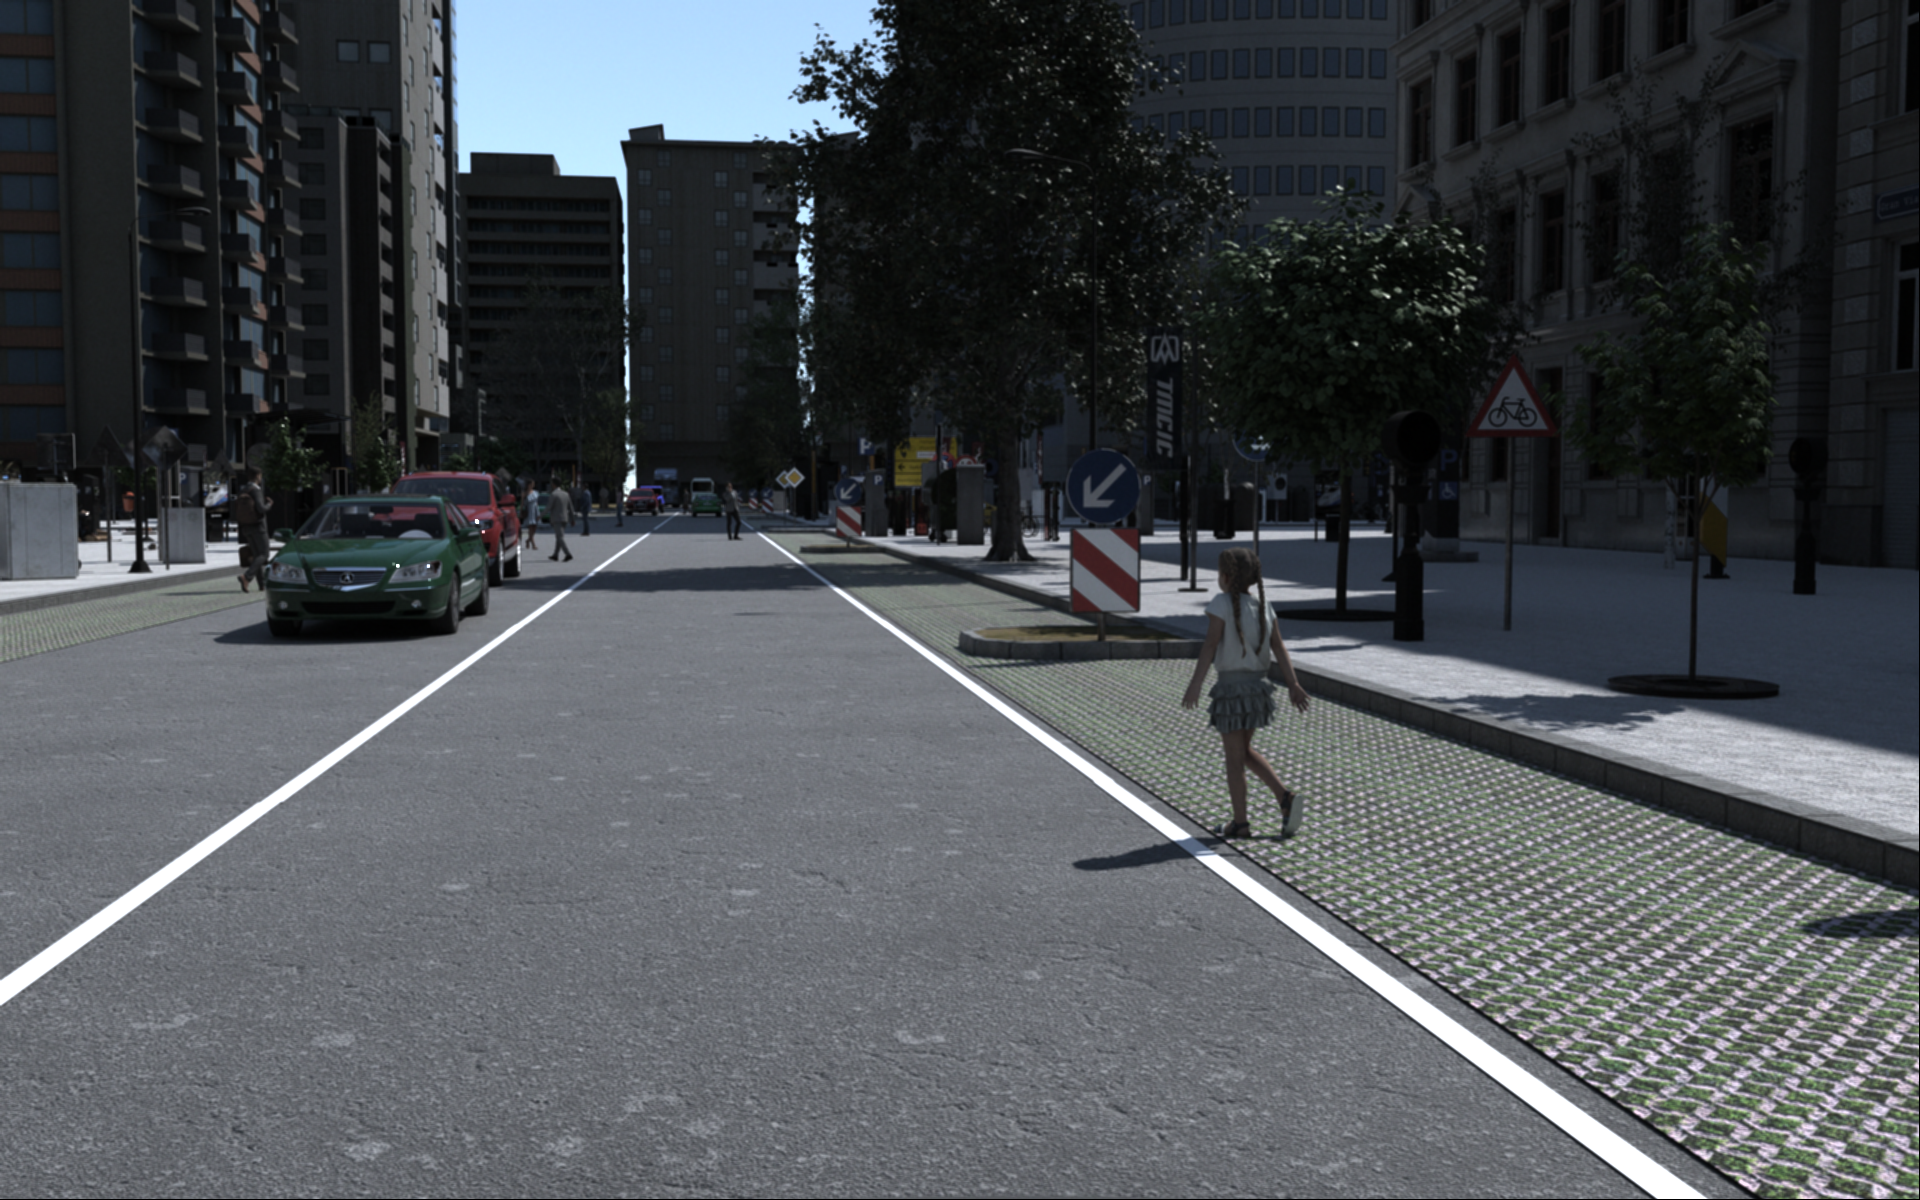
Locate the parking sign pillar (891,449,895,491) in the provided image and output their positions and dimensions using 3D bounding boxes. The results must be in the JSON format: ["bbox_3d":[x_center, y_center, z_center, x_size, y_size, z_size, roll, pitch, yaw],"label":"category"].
[{"bbox_3d":[-3.669,-7.004,102.988,1.447,3.967,1.447,1,4,22],"label":"parking sign pillar"}]

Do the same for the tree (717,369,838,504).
[{"bbox_3d":[-13.166,-11.956,129.891,8.767,10.594,7.601,-1,4,-15],"label":"tree"}]

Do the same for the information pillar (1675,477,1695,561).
[{"bbox_3d":[13.965,-1.758,33.232,0.304,2.012,0.304,-1,4,-18],"label":"information pillar"}]

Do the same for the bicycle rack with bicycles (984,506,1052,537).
[{"bbox_3d":[1.536,-2.395,52.541,2.852,0.926,2.925,-2,4,-31],"label":"bicycle rack with bicycles"}]

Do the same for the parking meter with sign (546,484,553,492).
[{"bbox_3d":[-32.042,-8.530,135.732,1.738,3.016,0.543,-1,4,-11],"label":"parking meter with sign"}]

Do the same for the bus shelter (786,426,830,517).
[{"bbox_3d":[-8.802,-7.449,99.428,2.179,5.291,8.768,-1,4,-8],"label":"bus shelter"}]

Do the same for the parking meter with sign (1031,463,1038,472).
[{"bbox_3d":[3.675,-6.125,96.398,0.543,3.016,1.738,-3,4,-37],"label":"parking meter with sign"}]

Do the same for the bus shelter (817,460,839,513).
[{"bbox_3d":[-9.344,-7.819,119.131,1.731,3.624,6.357,-1,4,-8],"label":"bus shelter"}]

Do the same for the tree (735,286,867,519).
[{"bbox_3d":[-7.540,-9.916,87.876,9.928,11.665,9.643,0,3,0],"label":"tree"}]

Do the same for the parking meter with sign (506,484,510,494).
[{"bbox_3d":[-33.008,-7.907,125.532,1.738,3.016,0.543,2,4,31],"label":"parking meter with sign"}]

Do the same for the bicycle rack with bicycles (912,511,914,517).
[{"bbox_3d":[-2.134,-5.033,95.667,2.925,0.926,2.852,0,4,5],"label":"bicycle rack with bicycles"}]

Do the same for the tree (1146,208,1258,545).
[{"bbox_3d":[6.172,-5.716,43.826,4.737,8.622,4.395,0,3,0],"label":"tree"}]

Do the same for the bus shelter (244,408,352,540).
[{"bbox_3d":[-19.082,-3.609,50.284,1.731,3.624,6.357,-1,4,-8],"label":"bus shelter"}]

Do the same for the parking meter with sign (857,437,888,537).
[{"bbox_3d":[-2.603,-3.443,52.549,0.543,3.016,1.738,-1,4,-21],"label":"parking meter with sign"}]

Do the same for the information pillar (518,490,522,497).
[{"bbox_3d":[-33.992,-7.909,133.798,0.304,2.012,0.304,-1,4,-9],"label":"information pillar"}]

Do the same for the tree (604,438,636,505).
[{"bbox_3d":[-41.557,-15.888,210.128,4.360,8.622,3.978,0,3,0],"label":"tree"}]

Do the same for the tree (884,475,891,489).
[{"bbox_3d":[-5.801,-8.189,128.492,1.663,3.219,1.824,0,3,0],"label":"tree"}]

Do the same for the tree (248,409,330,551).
[{"bbox_3d":[-15.380,-2.746,39.492,1.663,3.219,1.824,0,3,0],"label":"tree"}]

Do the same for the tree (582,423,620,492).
[{"bbox_3d":[-36.812,-13.924,178.014,4.737,8.622,4.395,0,3,0],"label":"tree"}]

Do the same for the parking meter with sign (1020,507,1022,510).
[{"bbox_3d":[1.649,-3.616,55.379,0.543,3.016,1.738,1,4,10],"label":"parking meter with sign"}]

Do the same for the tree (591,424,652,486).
[{"bbox_3d":[-43.150,-17.493,220.414,8.767,10.594,7.601,0,4,-1],"label":"tree"}]

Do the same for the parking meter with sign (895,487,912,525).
[{"bbox_3d":[-2.379,-4.696,73.048,1.738,3.016,0.543,1,4,10],"label":"parking meter with sign"}]

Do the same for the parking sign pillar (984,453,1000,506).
[{"bbox_3d":[1.557,-6.390,92.941,1.447,3.967,1.447,0,4,-4],"label":"parking sign pillar"}]

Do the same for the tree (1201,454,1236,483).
[{"bbox_3d":[12.130,-5.355,82.159,1.663,3.219,1.824,0,3,0],"label":"tree"}]

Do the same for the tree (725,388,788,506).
[{"bbox_3d":[-21.208,-16.249,183.794,7.486,12.596,7.792,0,3,0],"label":"tree"}]

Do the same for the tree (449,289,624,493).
[{"bbox_3d":[-25.026,-11.791,103.154,12.009,13.543,11.850,0,3,0],"label":"tree"}]

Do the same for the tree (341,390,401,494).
[{"bbox_3d":[-42.130,-10.586,123.440,4.737,8.622,4.395,0,3,0],"label":"tree"}]

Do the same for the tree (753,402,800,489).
[{"bbox_3d":[-14.798,-11.464,137.803,4.737,8.622,4.395,0,3,0],"label":"tree"}]

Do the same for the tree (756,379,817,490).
[{"bbox_3d":[-10.816,-9.822,110.950,4.360,8.622,3.978,0,3,0],"label":"tree"}]

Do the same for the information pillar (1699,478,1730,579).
[{"bbox_3d":[11.422,-2.130,26.181,0.504,3.616,0.183,-1,4,-21],"label":"information pillar"}]

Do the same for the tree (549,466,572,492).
[{"bbox_3d":[-27.416,-7.613,119.068,1.663,3.219,1.824,0,3,0],"label":"tree"}]

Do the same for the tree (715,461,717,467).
[{"bbox_3d":[-27.475,-17.593,222.057,8.767,10.594,7.601,0,4,7],"label":"tree"}]

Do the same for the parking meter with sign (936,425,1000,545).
[{"bbox_3d":[0.276,-2.903,43.726,1.738,3.016,0.543,0,4,-5],"label":"parking meter with sign"}]

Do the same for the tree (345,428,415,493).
[{"bbox_3d":[-17.333,-3.459,51.152,1.663,3.219,1.824,0,3,0],"label":"tree"}]

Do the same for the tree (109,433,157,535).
[{"bbox_3d":[-26.057,-3.707,55.209,1.663,3.219,1.824,0,3,0],"label":"tree"}]

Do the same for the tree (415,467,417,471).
[{"bbox_3d":[-37.381,-7.592,118.722,1.663,3.219,1.824,0,3,0],"label":"tree"}]

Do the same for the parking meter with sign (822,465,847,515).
[{"bbox_3d":[-7.692,-6.693,105.692,1.738,3.016,0.543,3,5,42],"label":"parking meter with sign"}]

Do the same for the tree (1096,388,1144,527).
[{"bbox_3d":[5.972,-6.797,61.497,4.360,8.622,3.978,0,3,0],"label":"tree"}]

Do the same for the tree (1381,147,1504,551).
[{"bbox_3d":[10.848,-5.342,37.698,4.360,8.622,3.978,0,3,0],"label":"tree"}]

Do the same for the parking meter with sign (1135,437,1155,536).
[{"bbox_3d":[5.764,-3.511,53.665,0.543,3.016,1.738,0,4,-6],"label":"parking meter with sign"}]

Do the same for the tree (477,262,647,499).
[{"bbox_3d":[-32.842,-17.581,143.346,12.611,20.169,13.585,0,3,0],"label":"tree"}]

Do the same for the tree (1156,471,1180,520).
[{"bbox_3d":[10.461,-5.634,86.715,1.663,3.219,1.824,0,3,0],"label":"tree"}]

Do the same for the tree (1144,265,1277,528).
[{"bbox_3d":[8.730,-6.440,55.650,4.360,8.622,3.978,0,3,0],"label":"tree"}]

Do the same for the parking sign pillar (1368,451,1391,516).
[{"bbox_3d":[21.546,-6.123,88.576,1.447,3.967,1.447,1,4,14],"label":"parking sign pillar"}]

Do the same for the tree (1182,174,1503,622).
[{"bbox_3d":[3.917,-2.094,17.951,4.285,4.588,4.351,0,3,0],"label":"tree"}]

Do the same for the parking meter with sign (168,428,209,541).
[{"bbox_3d":[-20.790,-3.093,46.824,0.543,3.016,1.738,1,4,11],"label":"parking meter with sign"}]

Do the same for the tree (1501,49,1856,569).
[{"bbox_3d":[12.272,-4.821,29.178,4.360,8.622,3.978,0,3,0],"label":"tree"}]

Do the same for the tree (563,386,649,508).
[{"bbox_3d":[-33.177,-14.476,162.442,9.928,11.665,9.643,0,3,0],"label":"tree"}]

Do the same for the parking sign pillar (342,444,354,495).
[{"bbox_3d":[-33.238,-6.459,94.081,1.447,3.967,1.447,-1,4,-12],"label":"parking sign pillar"}]

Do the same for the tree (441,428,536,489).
[{"bbox_3d":[-22.975,-6.279,86.377,4.285,4.588,4.351,0,3,0],"label":"tree"}]

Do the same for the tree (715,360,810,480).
[{"bbox_3d":[-17.200,-14.937,154.596,12.009,13.543,11.850,0,3,0],"label":"tree"}]

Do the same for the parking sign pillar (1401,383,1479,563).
[{"bbox_3d":[9.184,-2.726,33.044,1.447,3.967,1.447,0,4,3],"label":"parking sign pillar"}]

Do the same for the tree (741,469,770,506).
[{"bbox_3d":[-22.441,-12.686,191.134,4.285,4.588,4.351,0,3,0],"label":"tree"}]

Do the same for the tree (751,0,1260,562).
[{"bbox_3d":[0.868,-7.093,32.984,9.611,12.733,9.660,0,3,0],"label":"tree"}]

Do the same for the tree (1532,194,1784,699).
[{"bbox_3d":[4.889,-1.022,11.314,1.663,3.219,1.824,0,3,0],"label":"tree"}]
